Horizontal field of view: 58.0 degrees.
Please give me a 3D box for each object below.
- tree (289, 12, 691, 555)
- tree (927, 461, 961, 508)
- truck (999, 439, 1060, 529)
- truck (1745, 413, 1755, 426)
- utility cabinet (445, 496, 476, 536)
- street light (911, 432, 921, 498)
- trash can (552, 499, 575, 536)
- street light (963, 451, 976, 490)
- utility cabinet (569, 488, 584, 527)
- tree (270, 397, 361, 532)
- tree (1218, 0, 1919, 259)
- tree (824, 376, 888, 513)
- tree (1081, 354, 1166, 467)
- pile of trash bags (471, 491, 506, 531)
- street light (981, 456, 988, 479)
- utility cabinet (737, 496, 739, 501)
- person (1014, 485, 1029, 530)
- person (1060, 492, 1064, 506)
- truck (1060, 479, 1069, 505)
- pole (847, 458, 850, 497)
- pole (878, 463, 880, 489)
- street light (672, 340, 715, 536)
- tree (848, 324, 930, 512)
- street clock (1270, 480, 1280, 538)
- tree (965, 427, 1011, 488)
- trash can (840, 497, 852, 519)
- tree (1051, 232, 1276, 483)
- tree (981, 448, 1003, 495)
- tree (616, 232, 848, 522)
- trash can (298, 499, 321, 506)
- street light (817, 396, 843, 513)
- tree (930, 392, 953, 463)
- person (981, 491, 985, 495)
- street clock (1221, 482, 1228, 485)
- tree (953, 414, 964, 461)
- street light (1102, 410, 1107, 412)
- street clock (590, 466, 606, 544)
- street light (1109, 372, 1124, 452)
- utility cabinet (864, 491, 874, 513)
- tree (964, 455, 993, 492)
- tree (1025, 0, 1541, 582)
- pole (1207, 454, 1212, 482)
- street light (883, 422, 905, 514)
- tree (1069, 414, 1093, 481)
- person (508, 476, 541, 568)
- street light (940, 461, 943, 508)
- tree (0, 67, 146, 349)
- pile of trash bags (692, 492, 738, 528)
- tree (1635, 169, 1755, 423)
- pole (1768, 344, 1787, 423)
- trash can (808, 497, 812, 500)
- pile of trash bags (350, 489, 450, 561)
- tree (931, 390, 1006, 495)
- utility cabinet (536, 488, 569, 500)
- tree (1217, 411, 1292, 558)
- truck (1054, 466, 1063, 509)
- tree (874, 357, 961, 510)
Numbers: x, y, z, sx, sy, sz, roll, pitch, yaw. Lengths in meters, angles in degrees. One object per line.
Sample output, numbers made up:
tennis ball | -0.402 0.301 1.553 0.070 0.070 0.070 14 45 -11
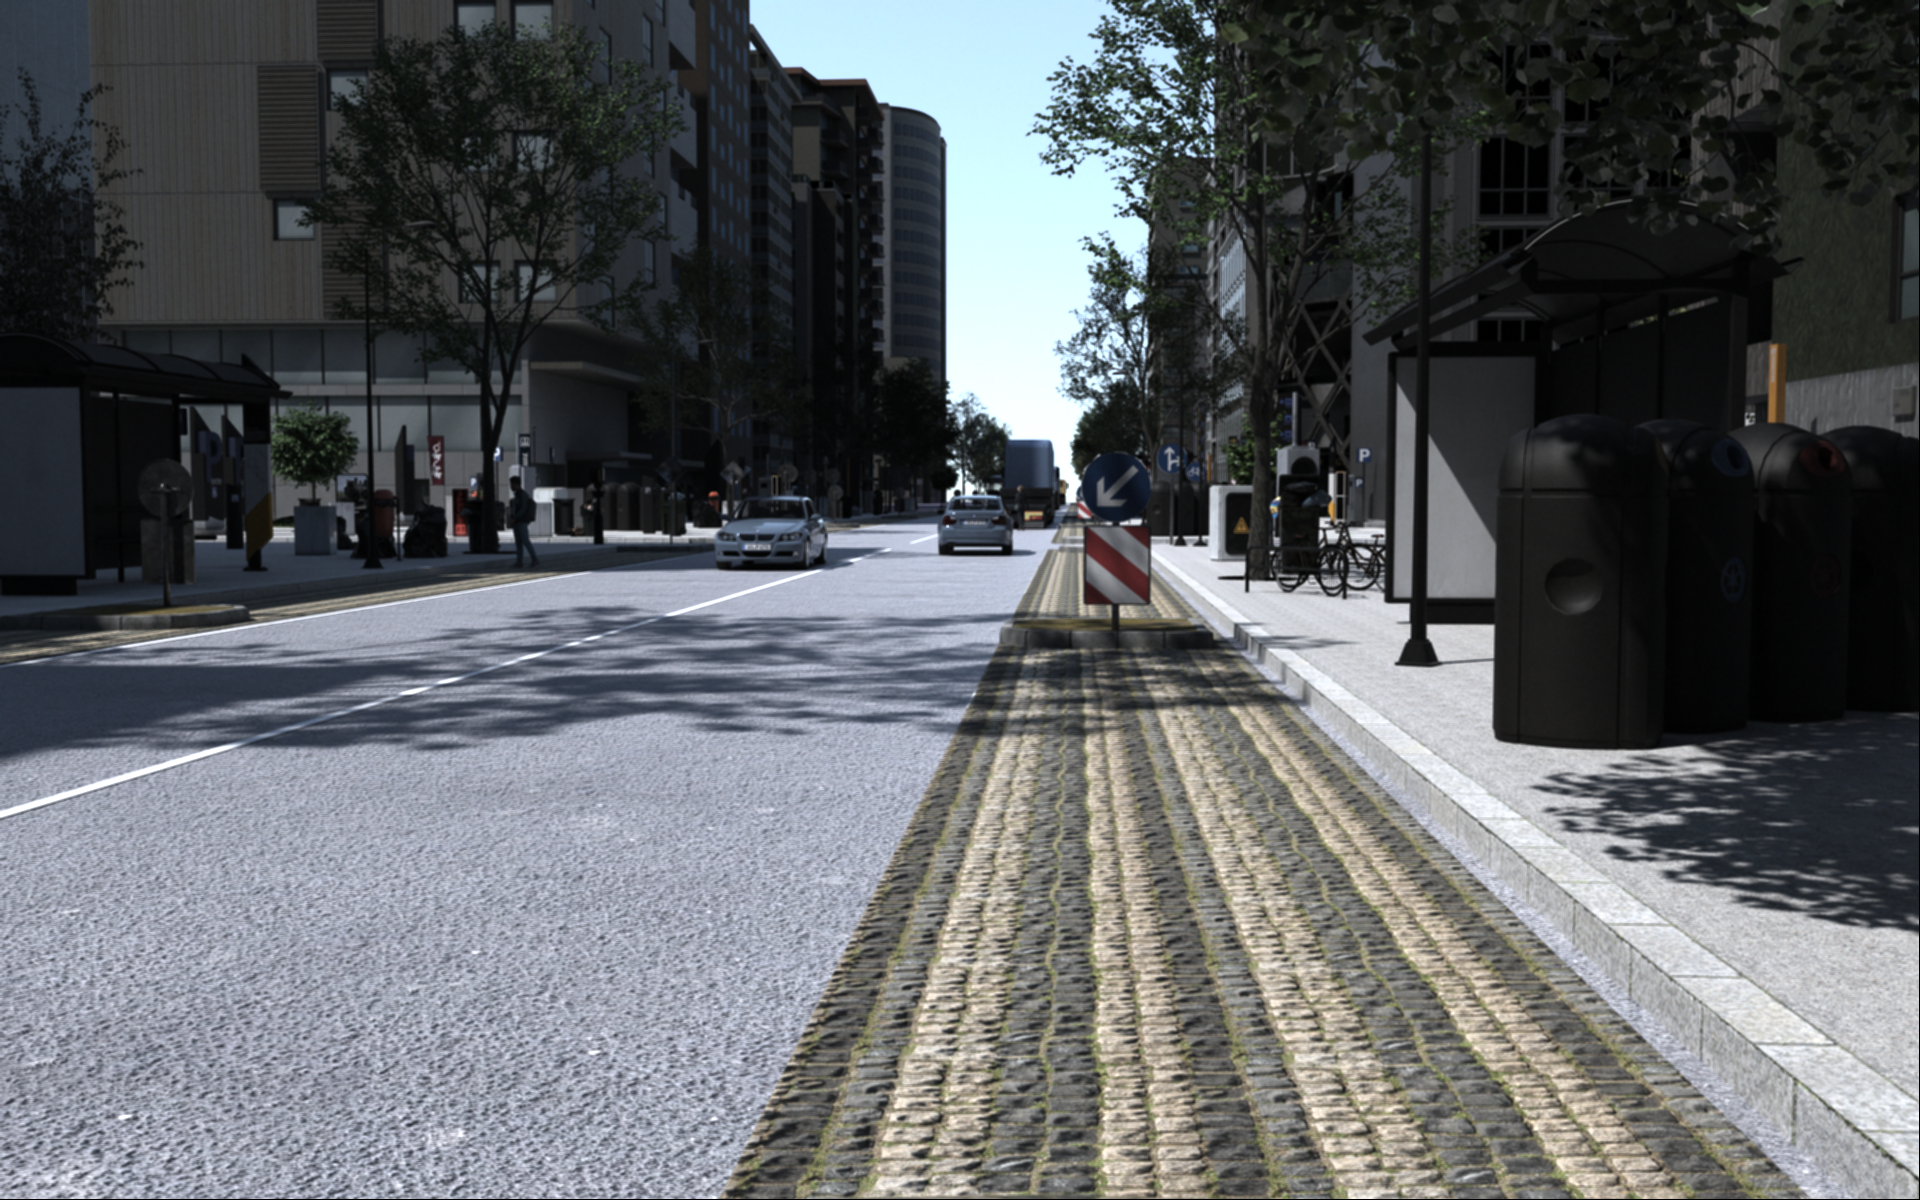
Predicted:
tree | -9.958 -6.802 36.973 9.928 11.665 9.643 0 3 0
tree | -1.571 -11.047 164.328 4.285 4.588 4.351 0 3 0
truck | 2.941 -5.491 79.538 2.967 4.110 18.799 0 4 4
truck | 21.235 -3.463 45.528 11.283 4.237 2.839 0 4 6
utility cabinet | -15.138 -2.532 52.566 1.020 1.237 0.306 2 4 32
street light | -3.082 -9.533 128.412 1.470 5.913 1.316 0 4 4
trash can | -12.264 -2.566 53.608 0.748 1.137 0.748 0 3 0
street light | 0.863 -13.185 188.115 1.470 5.913 1.316 0 4 4
utility cabinet | -14.963 -3.509 66.043 1.173 1.500 0.318 -2 4 -28
tree | -21.970 -4.586 58.701 4.285 4.588 4.351 0 3 0
tree | 3.664 -5.967 4.224 9.857 13.997 8.962 0 3 0
tree | -6.292 -9.591 107.179 4.360 8.622 3.978 0 3 0
tree | 8.746 -8.554 90.228 4.360 8.622 3.978 0 3 0
pile of trash bags | -16.677 -3.063 59.829 1.912 1.369 3.447 -1 4 -17
street light | 2.401 -14.587 211.043 1.470 5.913 1.316 0 4 4
utility cabinet | -12.205 -5.291 97.665 0.306 1.237 1.020 1 4 22
person | 2.450 -3.631 68.291 0.534 1.772 0.576 2 4 30
person | 11.974 -12.062 206.240 0.721 1.766 1.217 3 5 39
truck | 12.573 -14.160 227.442 3.469 3.379 9.791 0 4 3
pole | -6.353 -6.401 98.503 0.158 3.312 0.155 0 3 0
pole | -5.215 -7.222 111.917 0.158 3.312 0.155 0 3 0
street light | -8.092 -4.883 52.376 1.470 5.913 1.316 0 4 4
tree | -6.609 -9.694 92.910 8.767 10.594 7.601 -1 4 -9
street clock | 9.387 -2.839 50.991 0.471 2.002 0.358 2 4 27
tree | 5.490 -22.471 284.409 9.611 12.733 9.660 0 3 0
trash can | -5.983 -4.847 90.900 0.748 1.137 0.748 0 3 0
tree | 7.014 -7.744 61.027 8.767 10.594 7.601 1 4 17
tree | 3.881 -18.283 249.295 4.737 8.622 4.395 0 3 0
tree | -8.562 -7.820 62.268 7.601 10.594 8.767 0 4 5
trash can | -20.776 -2.673 55.364 0.748 1.137 0.748 0 3 0
street light | -6.216 -6.698 82.055 1.470 5.913 1.316 0 4 4
tree | -4.595 -11.377 120.422 7.601 10.594 8.767 0 4 -2
person | 2.659 -11.097 190.392 0.568 1.767 0.683 2 4 31
street clock | 15.595 -5.972 102.216 0.358 2.002 0.471 -3 5 -40
tree | -3.304 -12.186 133.658 8.767 10.594 7.601 2 4 29
street light | 8.472 -7.543 95.872 1.470 5.913 1.316 0 4 4
street clock | -9.220 -2.421 44.151 0.358 2.002 0.471 1 4 15
street light | 6.457 -5.709 65.888 1.470 5.913 1.316 0 4 4
utility cabinet | -6.068 -6.544 115.667 0.318 1.500 1.173 -2 4 -32
tree | 2.439 -17.448 235.641 4.360 8.622 3.978 0 3 0
tree | 4.516 -6.091 25.351 9.928 11.665 9.643 0 3 0
pole | 12.759 -5.797 88.619 0.158 3.312 0.155 0 3 0
street light | -4.259 -8.513 111.728 1.470 5.913 1.316 0 4 4
tree | 18.380 -19.648 239.364 7.486 12.596 7.792 0 3 0
person | -8.477 -1.503 33.414 0.721 1.781 0.623 -3 5 -40
street light | -1.154 -11.348 158.087 1.470 5.913 1.316 0 4 4
tree | -15.678 -4.823 29.223 4.360 8.622 3.978 0 3 0
pile of trash bags | -9.413 -3.502 67.010 1.912 1.369 3.447 -1 4 -14
tree | 16.414 -5.317 37.289 4.737 8.622 4.395 0 3 0
pole | 11.134 -1.824 23.661 0.158 3.312 0.155 0 3 0
trash can | -7.833 -4.644 87.578 0.748 1.137 0.748 0 3 0
pile of trash bags | -11.282 -1.524 34.671 1.912 1.369 3.447 -1 4 -10
tree | 0.567 -17.858 202.348 12.009 13.543 11.850 0 3 0
utility cabinet | -13.872 -3.045 58.472 1.173 1.500 0.318 1 4 21
tree | 5.953 -2.485 35.233 1.663 3.219 1.824 0 3 0
truck | 7.788 -10.406 159.900 2.967 4.110 18.799 0 4 5
tree | -3.700 -13.754 143.001 7.486 12.596 7.792 0 3 0
